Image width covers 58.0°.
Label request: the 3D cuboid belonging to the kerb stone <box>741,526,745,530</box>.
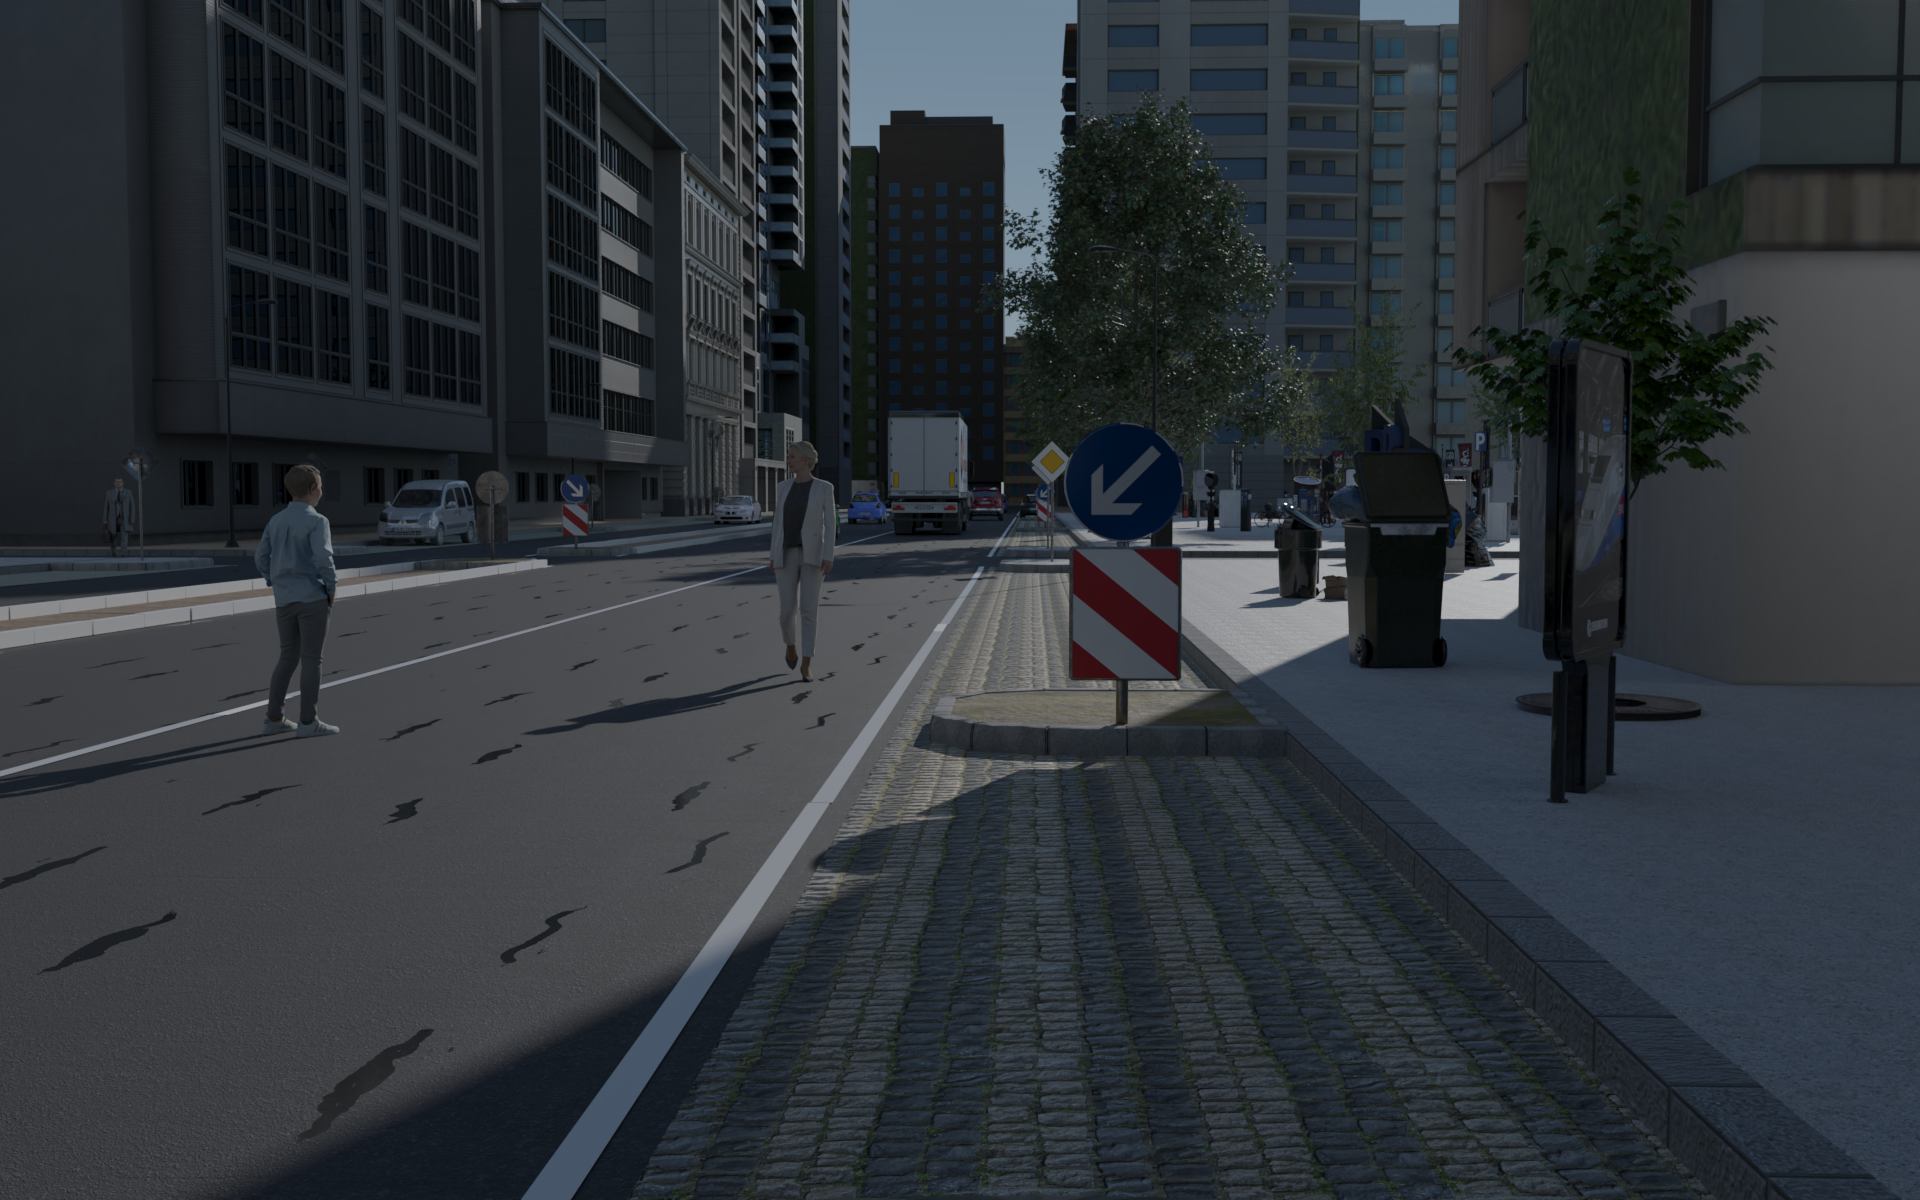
[{"bbox_3d":[-8.801,-2.858,68.925,0.120,0.150,1.000,0,4,2],"label":"kerb stone"}]

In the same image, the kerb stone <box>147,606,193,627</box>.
[{"bbox_3d":[-8.773,0.192,19.059,0.120,0.150,1.000,0,4,2],"label":"kerb stone"}]

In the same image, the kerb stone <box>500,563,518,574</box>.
[{"bbox_3d":[-8.260,-0.561,31.365,0.120,0.150,1.000,0,4,2],"label":"kerb stone"}]

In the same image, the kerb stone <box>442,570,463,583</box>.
[{"bbox_3d":[-8.380,-0.372,28.284,0.120,0.150,1.000,0,4,2],"label":"kerb stone"}]

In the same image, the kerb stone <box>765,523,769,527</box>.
[{"bbox_3d":[-8.543,-3.235,75.080,0.120,0.150,1.000,0,4,2],"label":"kerb stone"}]

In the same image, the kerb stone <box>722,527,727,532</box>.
[{"bbox_3d":[-8.970,-2.607,64.822,0.120,0.150,1.000,0,4,2],"label":"kerb stone"}]

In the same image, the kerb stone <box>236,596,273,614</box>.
[{"bbox_3d":[-8.679,0.066,21.109,0.120,0.150,1.000,0,4,2],"label":"kerb stone"}]

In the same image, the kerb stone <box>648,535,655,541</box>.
[{"bbox_3d":[-9.482,-1.853,52.509,0.120,0.150,1.000,0,4,2],"label":"kerb stone"}]

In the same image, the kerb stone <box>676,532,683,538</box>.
[{"bbox_3d":[-9.311,-2.105,56.614,0.120,0.150,1.000,0,4,2],"label":"kerb stone"}]

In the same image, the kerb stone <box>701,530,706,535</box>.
[{"bbox_3d":[-9.148,-2.357,60.735,0.120,0.150,1.000,0,4,2],"label":"kerb stone"}]

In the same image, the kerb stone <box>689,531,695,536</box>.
[{"bbox_3d":[-9.225,-2.231,58.671,0.120,0.150,1.000,0,4,2],"label":"kerb stone"}]

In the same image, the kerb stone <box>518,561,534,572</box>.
[{"bbox_3d":[-8.214,-0.624,32.395,0.120,0.150,1.000,0,4,2],"label":"kerb stone"}]

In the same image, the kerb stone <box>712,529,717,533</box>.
[{"bbox_3d":[-9.051,-2.482,62.778,0.120,0.150,1.000,0,4,2],"label":"kerb stone"}]

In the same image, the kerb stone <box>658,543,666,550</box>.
[{"bbox_3d":[-7.725,-1.347,44.213,0.120,0.150,1.000,0,4,2],"label":"kerb stone"}]

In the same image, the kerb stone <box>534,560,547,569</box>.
[{"bbox_3d":[-8.167,-0.685,33.428,0.120,0.150,1.000,0,4,2],"label":"kerb stone"}]

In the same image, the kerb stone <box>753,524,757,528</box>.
[{"bbox_3d":[-8.669,-3.044,71.993,0.120,0.150,1.000,0,4,2],"label":"kerb stone"}]

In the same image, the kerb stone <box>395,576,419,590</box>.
[{"bbox_3d":[-8.463,-0.246,26.221,0.120,0.150,1.000,0,4,2],"label":"kerb stone"}]

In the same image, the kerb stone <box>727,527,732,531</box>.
[{"bbox_3d":[-8.925,-2.664,65.844,0.120,0.150,1.000,0,4,2],"label":"kerb stone"}]

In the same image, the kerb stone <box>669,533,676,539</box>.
[{"bbox_3d":[-9.349,-2.042,55.587,0.120,0.150,1.000,0,4,2],"label":"kerb stone"}]

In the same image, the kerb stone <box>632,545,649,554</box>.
[{"bbox_3d":[-7.803,-1.221,42.155,0.120,0.150,1.000,0,4,2],"label":"kerb stone"}]

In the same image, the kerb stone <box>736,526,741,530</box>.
[{"bbox_3d":[-8.838,-2.796,67.903,0.120,0.150,1.000,0,4,2],"label":"kerb stone"}]

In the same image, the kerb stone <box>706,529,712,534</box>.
[{"bbox_3d":[-9.098,-2.415,61.757,0.120,0.150,1.000,0,4,2],"label":"kerb stone"}]

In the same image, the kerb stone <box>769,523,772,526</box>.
[{"bbox_3d":[-8.502,-3.290,76.102,0.120,0.150,1.000,0,4,2],"label":"kerb stone"}]

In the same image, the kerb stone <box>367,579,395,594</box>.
[{"bbox_3d":[-8.508,-0.180,25.199,0.120,0.150,1.000,0,4,2],"label":"kerb stone"}]

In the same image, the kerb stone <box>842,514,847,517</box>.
[{"bbox_3d":[-7.224,-5.178,106.851,0.120,0.150,1.000,0,4,2],"label":"kerb stone"}]

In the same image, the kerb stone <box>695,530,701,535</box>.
[{"bbox_3d":[-9.179,-2.288,59.701,0.120,0.150,1.000,0,4,2],"label":"kerb stone"}]

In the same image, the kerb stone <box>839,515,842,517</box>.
[{"bbox_3d":[-7.356,-4.987,103.782,0.120,0.150,1.000,0,4,2],"label":"kerb stone"}]

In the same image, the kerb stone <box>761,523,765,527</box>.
[{"bbox_3d":[-8.594,-3.164,74.048,0.120,0.150,1.000,0,4,2],"label":"kerb stone"}]

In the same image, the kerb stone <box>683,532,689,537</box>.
[{"bbox_3d":[-9.265,-2.168,57.650,0.120,0.150,1.000,0,4,2],"label":"kerb stone"}]

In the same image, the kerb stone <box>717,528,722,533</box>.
[{"bbox_3d":[-9.012,-2.545,63.800,0.120,0.150,1.000,0,4,2],"label":"kerb stone"}]

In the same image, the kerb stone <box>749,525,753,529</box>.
[{"bbox_3d":[-8.718,-2.982,70.972,0.120,0.150,1.000,0,4,2],"label":"kerb stone"}]

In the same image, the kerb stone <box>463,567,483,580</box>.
[{"bbox_3d":[-8.340,-0.435,29.305,0.120,0.150,1.000,0,4,2],"label":"kerb stone"}]

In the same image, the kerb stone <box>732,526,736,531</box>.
[{"bbox_3d":[-8.890,-2.733,66.882,0.120,0.150,1.000,0,4,2],"label":"kerb stone"}]

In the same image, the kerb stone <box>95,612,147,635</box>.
[{"bbox_3d":[-8.810,0.259,18.038,0.120,0.150,1.000,0,4,2],"label":"kerb stone"}]

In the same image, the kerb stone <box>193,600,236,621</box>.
[{"bbox_3d":[-8.719,0.131,20.080,0.120,0.150,1.000,0,4,2],"label":"kerb stone"}]

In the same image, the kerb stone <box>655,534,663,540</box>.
[{"bbox_3d":[-9.440,-1.917,53.545,0.120,0.150,1.000,0,4,2],"label":"kerb stone"}]

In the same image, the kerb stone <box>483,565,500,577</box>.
[{"bbox_3d":[-8.304,-0.497,30.327,0.120,0.150,1.000,0,4,2],"label":"kerb stone"}]

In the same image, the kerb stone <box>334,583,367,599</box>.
[{"bbox_3d":[-8.558,-0.114,24.173,0.120,0.150,1.000,0,4,2],"label":"kerb stone"}]

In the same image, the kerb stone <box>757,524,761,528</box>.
[{"bbox_3d":[-8.627,-3.102,73.023,0.120,0.150,1.000,0,4,2],"label":"kerb stone"}]

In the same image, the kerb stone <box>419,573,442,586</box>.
[{"bbox_3d":[-8.424,-0.310,27.257,0.120,0.150,1.000,0,4,2],"label":"kerb stone"}]

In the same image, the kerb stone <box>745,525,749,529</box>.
[{"bbox_3d":[-8.760,-2.921,69.950,0.120,0.150,1.000,0,4,2],"label":"kerb stone"}]

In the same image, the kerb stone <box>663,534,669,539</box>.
[{"bbox_3d":[-9.400,-1.980,54.566,0.120,0.150,1.000,0,4,2],"label":"kerb stone"}]

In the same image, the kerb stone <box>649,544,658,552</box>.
[{"bbox_3d":[-7.764,-1.284,43.189,0.120,0.150,1.000,0,4,2],"label":"kerb stone"}]

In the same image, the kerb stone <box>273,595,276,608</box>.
[{"bbox_3d":[-8.642,0.008,22.130,0.120,0.150,1.000,0,4,2],"label":"kerb stone"}]

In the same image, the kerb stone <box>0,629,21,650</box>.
[{"bbox_3d":[-8.892,0.380,15.985,0.120,0.150,1.000,0,4,2],"label":"kerb stone"}]

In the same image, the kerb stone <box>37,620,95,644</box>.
[{"bbox_3d":[-8.855,0.317,17.007,0.120,0.150,1.000,0,4,2],"label":"kerb stone"}]
